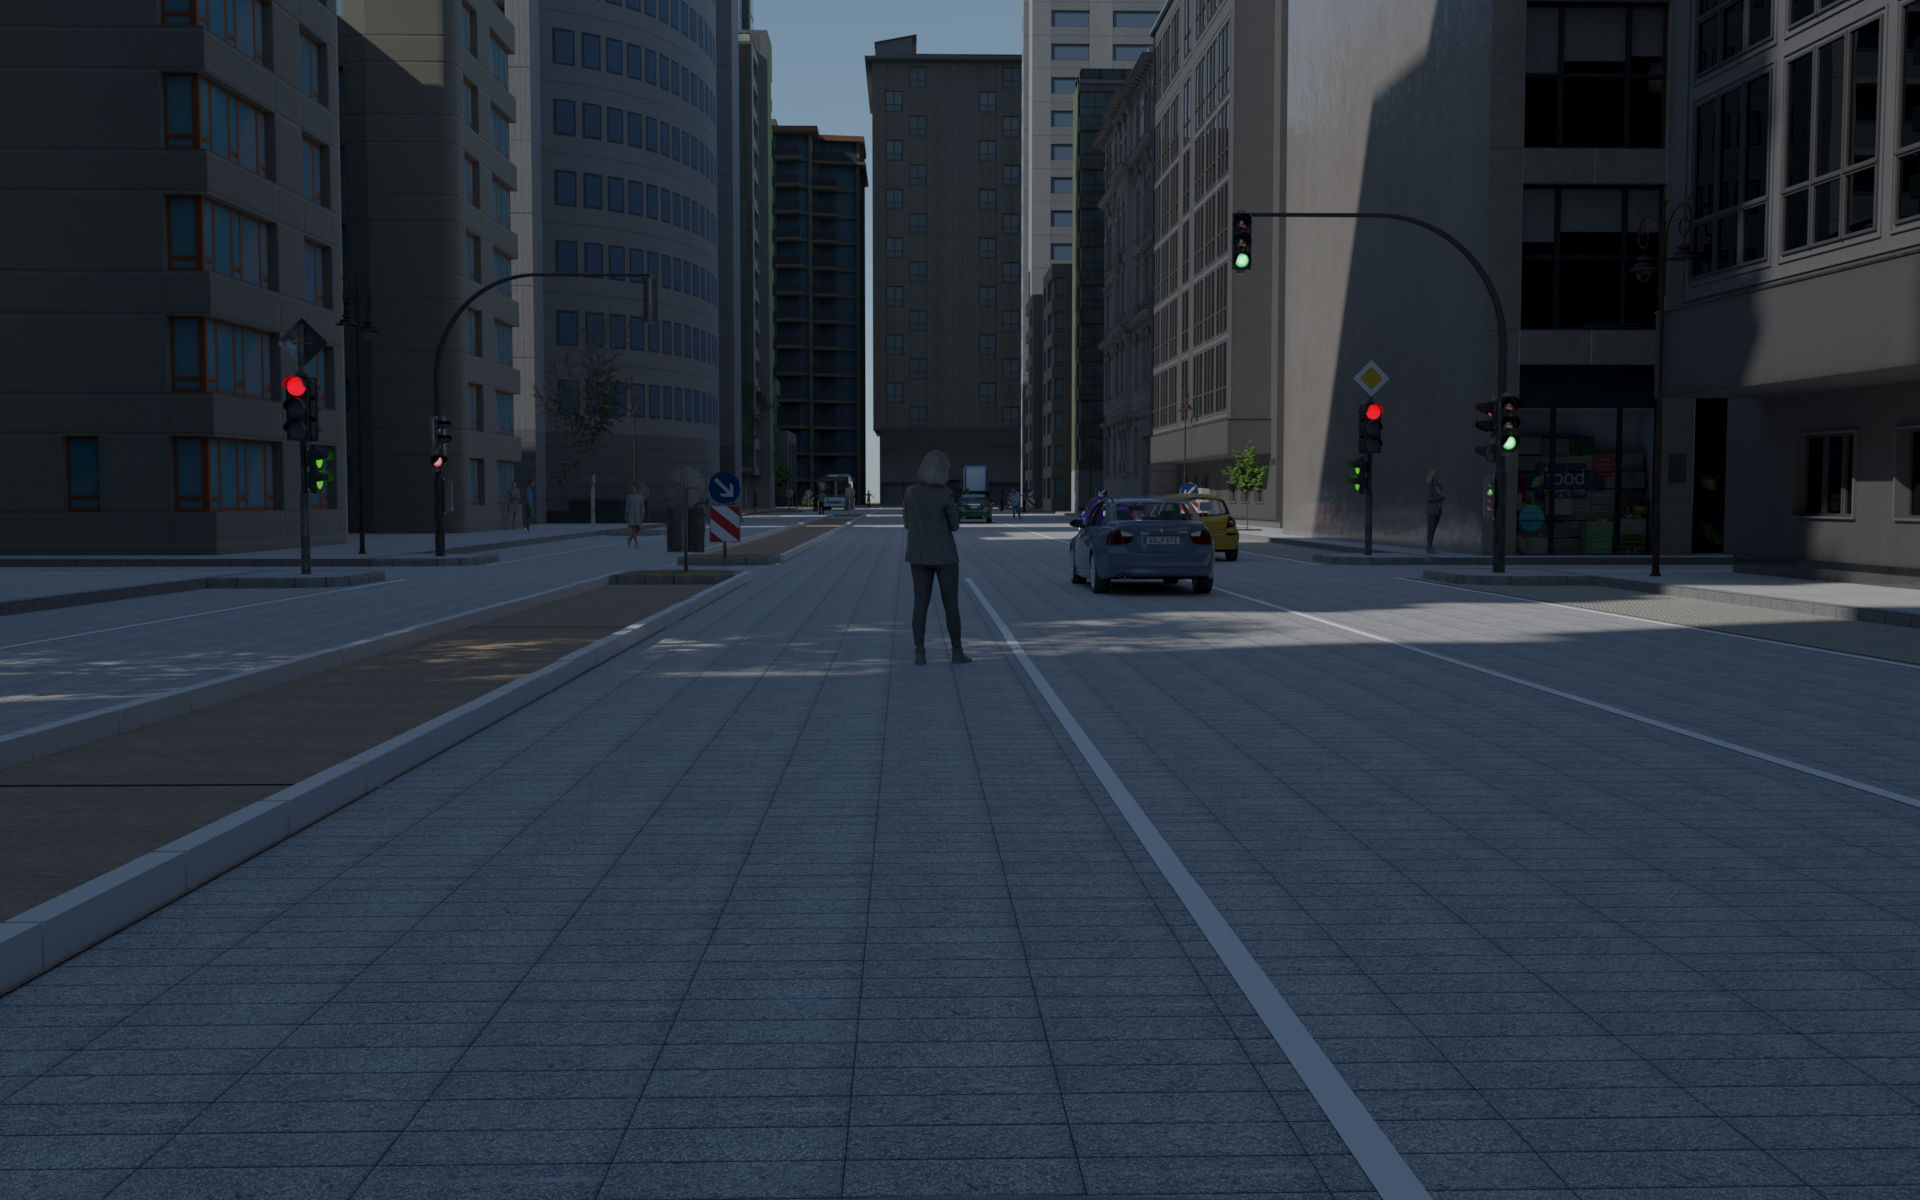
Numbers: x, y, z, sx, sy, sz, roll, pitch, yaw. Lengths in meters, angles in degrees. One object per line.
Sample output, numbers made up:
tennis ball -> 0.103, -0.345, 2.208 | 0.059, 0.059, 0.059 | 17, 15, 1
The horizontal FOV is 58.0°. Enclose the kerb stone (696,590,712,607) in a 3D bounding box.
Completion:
kerb stone -> -3.315, 0.006, 22.096 | 0.120, 0.150, 1.000 | 0, 4, -2

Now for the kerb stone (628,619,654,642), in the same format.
kerb stone -> -3.163, 0.321, 16.973 | 0.120, 0.150, 1.000 | 0, 4, -2

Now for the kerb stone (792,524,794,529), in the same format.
kerb stone -> -6.872, -2.909, 69.755 | 0.120, 0.150, 1.000 | 0, 4, -2

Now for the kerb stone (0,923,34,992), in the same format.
kerb stone -> -2.793, 1.071, 4.681 | 0.120, 0.150, 1.000 | 0, 4, -2

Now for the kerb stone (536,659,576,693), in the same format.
kerb stone -> -3.035, 0.578, 12.878 | 0.120, 0.150, 1.000 | 0, 4, -2

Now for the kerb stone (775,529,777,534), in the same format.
kerb stone -> -6.580, -2.345, 60.535 | 0.120, 0.150, 1.000 | 0, 4, -2

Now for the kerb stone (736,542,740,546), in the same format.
kerb stone -> -6.178, -1.529, 47.194 | 0.120, 0.150, 1.000 | 0, 4, -2

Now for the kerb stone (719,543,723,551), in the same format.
kerb stone -> -6.052, -1.270, 43.098 | 0.120, 0.150, 1.000 | 0, 4, -2

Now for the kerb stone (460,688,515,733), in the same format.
kerb stone -> -2.972, 0.697, 10.830 | 0.120, 0.150, 1.000 | 0, 4, -2

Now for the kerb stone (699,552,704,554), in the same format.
kerb stone -> -5.932, -1.028, 38.999 | 0.120, 0.150, 1.000 | 0, 4, -2

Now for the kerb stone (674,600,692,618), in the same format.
kerb stone -> -3.256, 0.132, 20.041 | 0.120, 0.150, 1.000 | 0, 4, -2

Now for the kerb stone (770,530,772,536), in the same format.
kerb stone -> -6.526, -2.219, 58.483 | 0.120, 0.150, 1.000 | 0, 4, -2

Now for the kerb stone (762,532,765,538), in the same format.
kerb stone -> -6.431, -2.031, 55.407 | 0.120, 0.150, 1.000 | 0, 4, -2

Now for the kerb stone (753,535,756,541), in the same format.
kerb stone -> -6.347, -1.843, 52.330 | 0.120, 0.150, 1.000 | 0, 4, -2

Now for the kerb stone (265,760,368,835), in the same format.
kerb stone -> -2.881, 0.883, 7.765 | 0.120, 0.150, 1.000 | 0, 4, -2

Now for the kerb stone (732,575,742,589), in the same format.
kerb stone -> -3.445, -0.241, 26.210 | 0.120, 0.150, 1.000 | 0, 4, -2

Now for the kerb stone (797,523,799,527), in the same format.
kerb stone -> -6.955, -3.097, 72.830 | 0.120, 0.150, 1.000 | 0, 4, -2

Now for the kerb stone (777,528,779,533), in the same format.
kerb stone -> -6.622, -2.408, 61.560 | 0.120, 0.150, 1.000 | 0, 4, -2

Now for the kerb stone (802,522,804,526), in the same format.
kerb stone -> -7.052, -3.285, 75.904 | 0.120, 0.150, 1.000 | 0, 4, -2

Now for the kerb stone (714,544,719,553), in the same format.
kerb stone -> -6.027, -1.216, 42.072 | 0.120, 0.150, 1.000 | 0, 4, -2

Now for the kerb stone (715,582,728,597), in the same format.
kerb stone -> -3.378, -0.120, 24.158 | 0.120, 0.150, 1.000 | 0, 4, -2

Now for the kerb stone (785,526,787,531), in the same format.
kerb stone -> -6.743, -2.658, 65.652 | 0.120, 0.150, 1.000 | 0, 4, -2

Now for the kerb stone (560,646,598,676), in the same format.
kerb stone -> -3.074, 0.507, 13.900 | 0.120, 0.150, 1.000 | 0, 4, -2

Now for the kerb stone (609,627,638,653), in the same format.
kerb stone -> -3.130, 0.382, 15.951 | 0.120, 0.150, 1.000 | 0, 4, -2

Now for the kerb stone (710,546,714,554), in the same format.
kerb stone -> -5.998, -1.150, 41.051 | 0.120, 0.150, 1.000 | 0, 4, -2

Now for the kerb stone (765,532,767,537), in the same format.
kerb stone -> -6.463, -2.094, 56.437 | 0.120, 0.150, 1.000 | 0, 4, -2

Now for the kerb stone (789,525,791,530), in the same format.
kerb stone -> -6.812, -2.784, 67.707 | 0.120, 0.150, 1.000 | 0, 4, -2

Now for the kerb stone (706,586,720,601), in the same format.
kerb stone -> -3.351, -0.057, 23.128 | 0.120, 0.150, 1.000 | 0, 4, -2

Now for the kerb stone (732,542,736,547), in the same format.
kerb stone -> -6.155, -1.465, 46.172 | 0.120, 0.150, 1.000 | 0, 4, -2

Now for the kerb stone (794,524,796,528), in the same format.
kerb stone -> -6.897, -2.970, 70.784 | 0.120, 0.150, 1.000 | 0, 4, -2

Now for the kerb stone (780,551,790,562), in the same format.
kerb stone -> -3.777, -0.906, 37.015 | 0.120, 0.150, 1.000 | 0, 4, -2

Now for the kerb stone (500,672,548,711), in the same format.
kerb stone -> -3.005, 0.633, 11.852 | 0.120, 0.150, 1.000 | 0, 4, -2

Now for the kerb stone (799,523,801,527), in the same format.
kerb stone -> -6.992, -3.154, 73.854 | 0.120, 0.150, 1.000 | 0, 4, -2

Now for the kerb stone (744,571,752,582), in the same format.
kerb stone -> -3.501, -0.371, 28.253 | 0.120, 0.150, 1.000 | 0, 4, -2

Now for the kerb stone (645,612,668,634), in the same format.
kerb stone -> -3.192, 0.260, 17.995 | 0.120, 0.150, 1.000 | 0, 4, -2

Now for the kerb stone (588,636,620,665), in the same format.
kerb stone -> -3.101, 0.444, 14.930 | 0.120, 0.150, 1.000 | 0, 4, -2

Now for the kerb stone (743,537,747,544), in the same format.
kerb stone -> -6.246, -1.655, 49.253 | 0.120, 0.150, 1.000 | 0, 4, -2

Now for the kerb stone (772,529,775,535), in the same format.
kerb stone -> -6.554, -2.277, 59.506 | 0.120, 0.150, 1.000 | 0, 4, -2

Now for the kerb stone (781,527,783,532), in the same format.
kerb stone -> -6.675, -2.533, 63.609 | 0.120, 0.150, 1.000 | 0, 4, -2

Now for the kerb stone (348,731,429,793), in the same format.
kerb stone -> -2.909, 0.820, 8.786 | 0.120, 0.150, 1.000 | 0, 4, -2

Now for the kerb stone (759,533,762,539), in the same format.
kerb stone -> -6.405, -1.965, 54.382 | 0.120, 0.150, 1.000 | 0, 4, -2

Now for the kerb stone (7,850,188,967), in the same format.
kerb stone -> -2.822, 1.009, 5.703 | 0.120, 0.150, 1.000 | 0, 4, -2

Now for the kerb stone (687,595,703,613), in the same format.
kerb stone -> -3.279, 0.078, 21.068 | 0.120, 0.150, 1.000 | 0, 4, -2

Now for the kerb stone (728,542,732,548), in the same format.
kerb stone -> -6.120, -1.403, 45.141 | 0.120, 0.150, 1.000 | 0, 4, -2

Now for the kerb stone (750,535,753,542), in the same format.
kerb stone -> -6.311, -1.780, 51.302 | 0.120, 0.150, 1.000 | 0, 4, -2

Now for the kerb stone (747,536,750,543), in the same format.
kerb stone -> -6.272, -1.717, 50.275 | 0.120, 0.150, 1.000 | 0, 4, -2

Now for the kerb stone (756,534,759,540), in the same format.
kerb stone -> -6.377, -1.906, 53.360 | 0.120, 0.150, 1.000 | 0, 4, -2

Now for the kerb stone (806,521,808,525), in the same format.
kerb stone -> -7.146, -3.473, 78.982 | 0.120, 0.150, 1.000 | 0, 4, -2

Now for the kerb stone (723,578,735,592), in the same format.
kerb stone -> -3.414, -0.183, 25.184 | 0.120, 0.150, 1.000 | 0, 4, -2

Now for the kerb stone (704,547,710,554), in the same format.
kerb stone -> -5.960, -1.090, 40.029 | 0.120, 0.150, 1.000 | 0, 4, -2

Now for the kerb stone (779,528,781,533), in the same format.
kerb stone -> -6.652, -2.470, 62.581 | 0.120, 0.150, 1.000 | 0, 4, -2

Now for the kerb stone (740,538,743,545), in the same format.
kerb stone -> -6.210, -1.592, 48.222 | 0.120, 0.150, 1.000 | 0, 4, -2

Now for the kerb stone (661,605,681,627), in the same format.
kerb stone -> -3.214, 0.194, 19.020 | 0.120, 0.150, 1.000 | 0, 4, -2

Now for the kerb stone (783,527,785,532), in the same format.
kerb stone -> -6.709, -2.595, 64.630 | 0.120, 0.150, 1.000 | 0, 4, -2

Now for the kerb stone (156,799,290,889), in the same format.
kerb stone -> -2.855, 0.946, 6.735 | 0.120, 0.150, 1.000 | 0, 4, -2

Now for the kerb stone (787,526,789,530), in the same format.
kerb stone -> -6.772, -2.721, 66.686 | 0.120, 0.150, 1.000 | 0, 4, -2

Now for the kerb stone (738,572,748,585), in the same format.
kerb stone -> -3.473, -0.308, 27.232 | 0.120, 0.150, 1.000 | 0, 4, -2

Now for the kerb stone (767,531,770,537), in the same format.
kerb stone -> -6.492, -2.156, 57.462 | 0.120, 0.150, 1.000 | 0, 4, -2

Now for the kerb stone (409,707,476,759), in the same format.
kerb stone -> -2.942, 0.758, 9.809 | 0.120, 0.150, 1.000 | 0, 4, -2

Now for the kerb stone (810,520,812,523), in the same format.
kerb stone -> -7.242, -3.658, 82.051 | 0.120, 0.150, 1.000 | 0, 4, -2
